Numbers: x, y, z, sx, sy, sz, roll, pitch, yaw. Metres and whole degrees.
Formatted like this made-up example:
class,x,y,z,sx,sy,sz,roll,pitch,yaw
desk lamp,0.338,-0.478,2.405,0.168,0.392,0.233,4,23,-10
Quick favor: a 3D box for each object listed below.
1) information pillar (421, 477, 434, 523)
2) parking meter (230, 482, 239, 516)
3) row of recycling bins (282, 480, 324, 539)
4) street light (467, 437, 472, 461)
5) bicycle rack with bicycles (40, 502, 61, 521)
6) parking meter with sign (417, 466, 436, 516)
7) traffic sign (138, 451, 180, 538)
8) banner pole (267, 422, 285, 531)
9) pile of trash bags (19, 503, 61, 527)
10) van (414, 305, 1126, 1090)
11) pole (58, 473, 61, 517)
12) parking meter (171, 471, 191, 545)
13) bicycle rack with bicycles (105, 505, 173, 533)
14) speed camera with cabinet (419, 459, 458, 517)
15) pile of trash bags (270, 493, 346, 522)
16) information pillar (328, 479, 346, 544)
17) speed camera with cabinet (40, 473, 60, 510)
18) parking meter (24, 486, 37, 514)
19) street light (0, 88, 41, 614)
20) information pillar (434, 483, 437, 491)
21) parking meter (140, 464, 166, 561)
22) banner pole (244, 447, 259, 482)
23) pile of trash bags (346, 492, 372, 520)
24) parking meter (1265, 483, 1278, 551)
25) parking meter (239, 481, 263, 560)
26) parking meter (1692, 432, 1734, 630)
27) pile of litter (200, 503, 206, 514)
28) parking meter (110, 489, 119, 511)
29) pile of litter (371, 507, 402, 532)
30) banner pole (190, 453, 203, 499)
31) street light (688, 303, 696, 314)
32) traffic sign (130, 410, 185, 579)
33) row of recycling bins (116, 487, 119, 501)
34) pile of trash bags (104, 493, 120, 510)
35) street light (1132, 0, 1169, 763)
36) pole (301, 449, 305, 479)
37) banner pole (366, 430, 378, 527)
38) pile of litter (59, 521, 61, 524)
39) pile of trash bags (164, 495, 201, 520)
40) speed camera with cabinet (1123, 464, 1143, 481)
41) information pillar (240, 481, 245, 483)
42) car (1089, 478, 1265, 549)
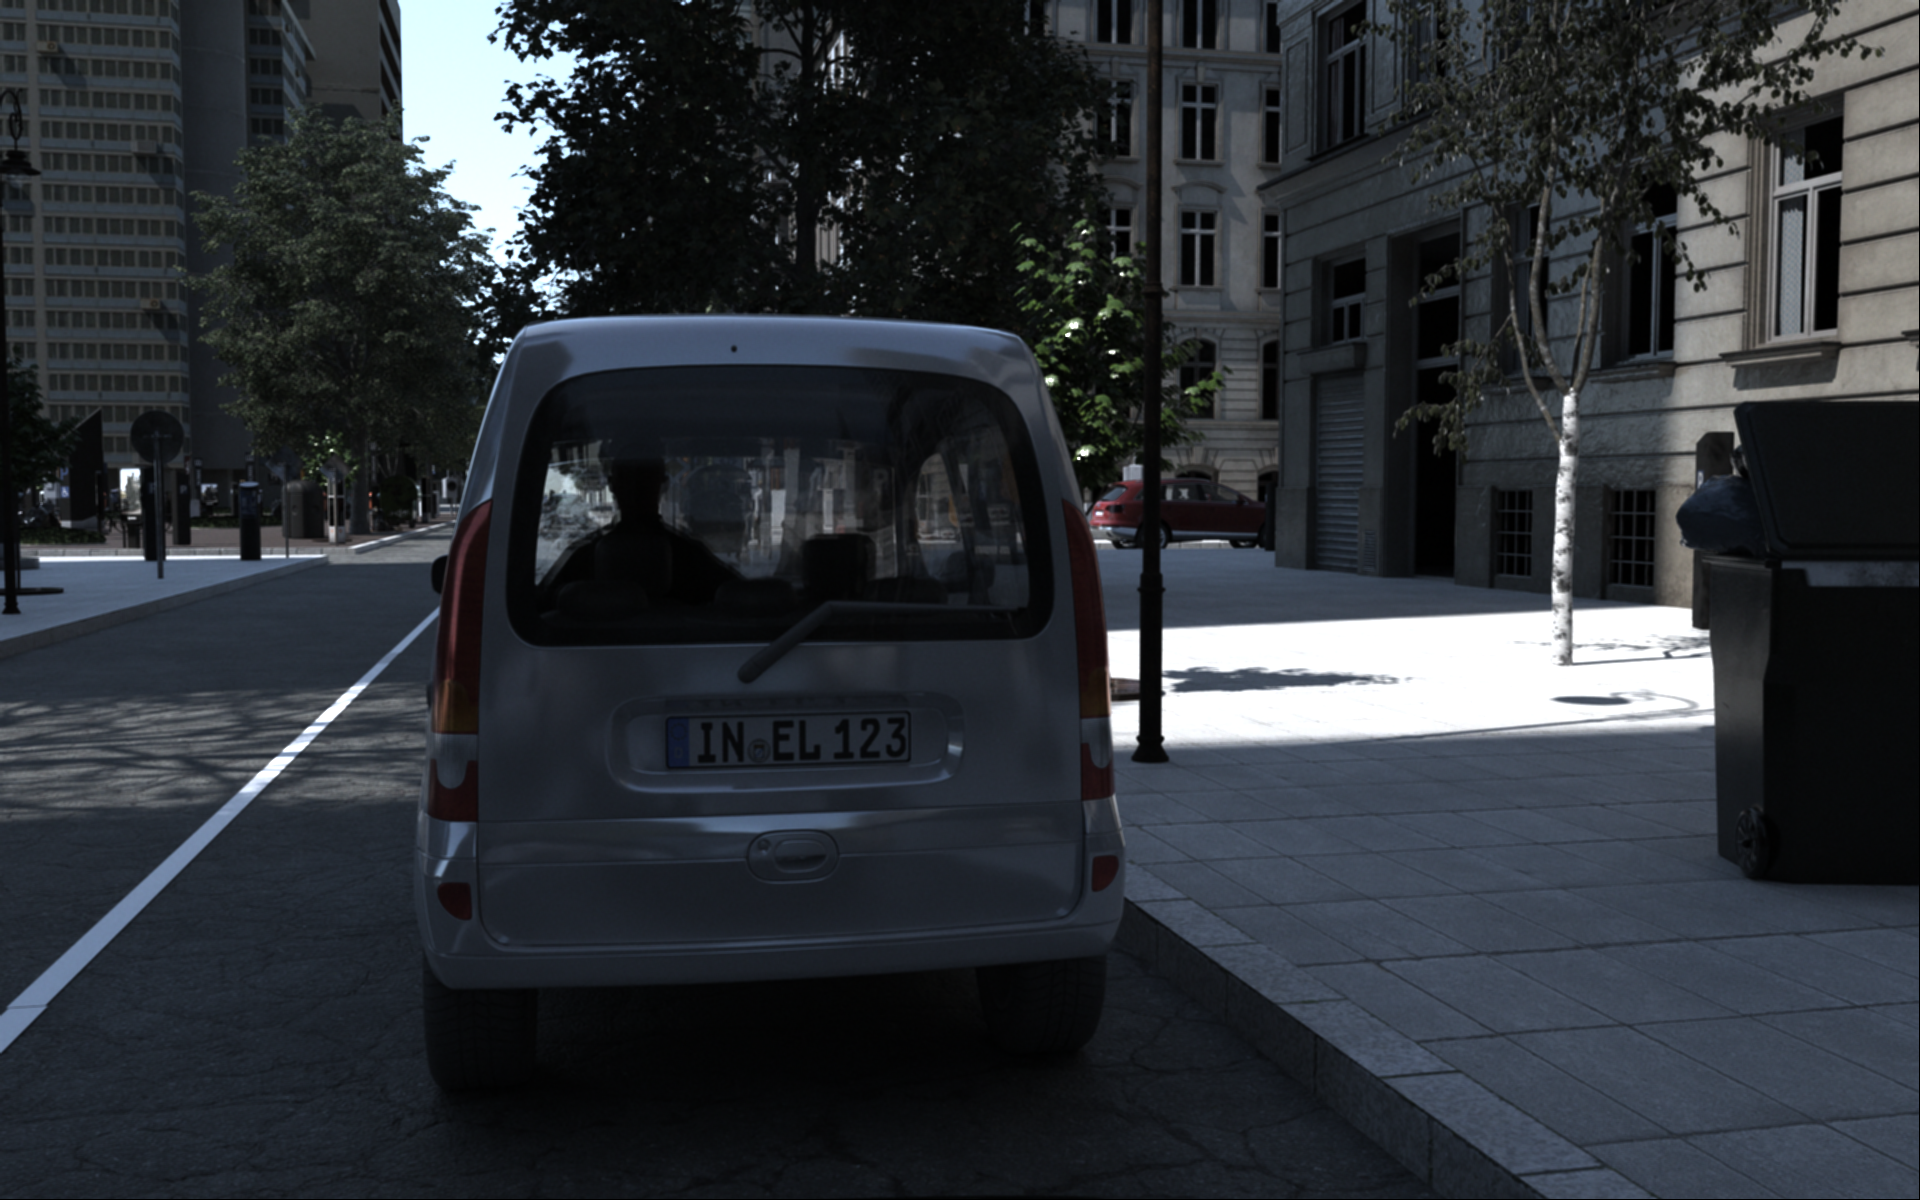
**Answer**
class,x,y,z,sx,sy,sz,roll,pitch,yaw
information pillar,-23.396,-4.365,75.860,0.304,2.012,0.304,1,4,9
parking meter,-35.211,-4.794,84.089,0.255,1.863,0.399,-3,5,-44
row of recycling bins,-19.385,-2.679,50.921,1.069,1.692,3.534,-2,4,-26
street light,-33.158,-8.844,117.387,0.468,5.910,1.993,-1,4,-13
bicycle rack with bicycles,-44.014,-4.200,82.045,2.925,0.926,2.852,1,4,20
parking meter with sign,-31.626,-6.501,102.545,0.543,3.016,1.738,0,4,6
traffic sign,-13.738,-1.810,29.693,0.768,2.556,0.104,0,4,-6
banner pole,-23.546,-4.269,59.820,0.401,3.779,0.863,3,5,40
pile of trash bags,-32.318,-3.000,58.804,3.447,1.369,1.912,0,4,7
van,-0.743,0.083,5.651,2.013,2.044,4.112,-1,4,-11
pole,-50.124,-6.273,96.410,0.158,3.312,0.155,0,3,0
parking meter,-19.583,-2.315,43.559,0.255,1.863,0.399,2,4,32
bicycle rack with bicycles,-27.152,-2.700,57.527,2.852,0.926,2.925,3,5,40
speed camera with cabinet,-29.504,-6.337,97.944,2.038,3.252,0.660,-3,5,-39
pile of trash bags,-30.655,-4.340,80.714,3.447,1.369,1.912,2,4,32
information pillar,-15.964,-2.438,44.354,0.304,2.012,0.304,3,4,37
speed camera with cabinet,-52.667,-6.482,100.323,2.038,3.252,0.660,3,5,45
parking meter,-37.373,-3.909,69.628,0.399,1.863,0.255,1,4,9
street light,-10.172,-2.789,18.393,0.468,5.910,1.993,-1,4,-13
information pillar,-33.437,-6.450,109.944,0.304,2.012,0.304,2,4,35
parking meter,-15.512,-1.686,33.280,0.399,1.863,0.255,-2,4,-33
banner pole,-37.305,-6.206,91.477,0.863,3.779,0.401,-3,4,-36
pile of trash bags,-30.951,-4.743,87.295,3.447,1.369,1.912,-3,4,-37
parking meter,7.071,-1.875,39.062,0.372,1.533,0.369,0,3,0
parking meter,-13.769,-1.539,33.581,0.372,1.533,0.369,0,3,0
parking meter,7.159,-0.658,16.473,0.255,1.863,0.399,1,4,8
pile of litter,-45.453,-5.474,103.461,1.176,0.858,1.719,2,4,24
parking meter,-45.883,-5.235,94.004,0.372,1.533,0.369,0,3,0
pile of litter,-19.839,-2.799,59.729,1.176,0.858,1.719,-2,4,-24
banner pole,-46.162,-7.012,104.660,0.863,3.779,0.401,-3,4,-36
street light,-5.607,-3.879,36.210,0.468,5.910,1.993,-1,4,-13
traffic sign,-12.154,-1.599,26.256,0.768,2.556,0.104,-1,4,-12
row of recycling bins,-48.348,-5.734,100.862,1.069,1.692,3.534,-1,4,-10
pile of trash bags,-46.111,-5.261,95.763,3.447,1.369,1.912,0,4,3
street light,0.916,-2.164,8.164,0.468,5.910,1.993,-1,4,-13
pole,-29.943,-5.206,78.953,0.158,3.312,0.155,0,3,0
banner pole,-22.859,-4.725,67.275,0.401,3.779,0.863,1,4,15
pile of litter,-37.265,-3.568,72.308,1.719,0.858,1.176,3,4,38
pile of trash bags,-38.094,-4.527,83.766,1.912,1.369,3.447,0,4,-2
speed camera with cabinet,6.211,-3.700,54.828,2.038,3.252,0.660,0,4,-2
information pillar,-38.835,-5.476,94.032,0.304,2.012,0.304,1,4,13
car,5.815,-2.072,42.557,5.304,1.827,2.281,-1,4,-15
